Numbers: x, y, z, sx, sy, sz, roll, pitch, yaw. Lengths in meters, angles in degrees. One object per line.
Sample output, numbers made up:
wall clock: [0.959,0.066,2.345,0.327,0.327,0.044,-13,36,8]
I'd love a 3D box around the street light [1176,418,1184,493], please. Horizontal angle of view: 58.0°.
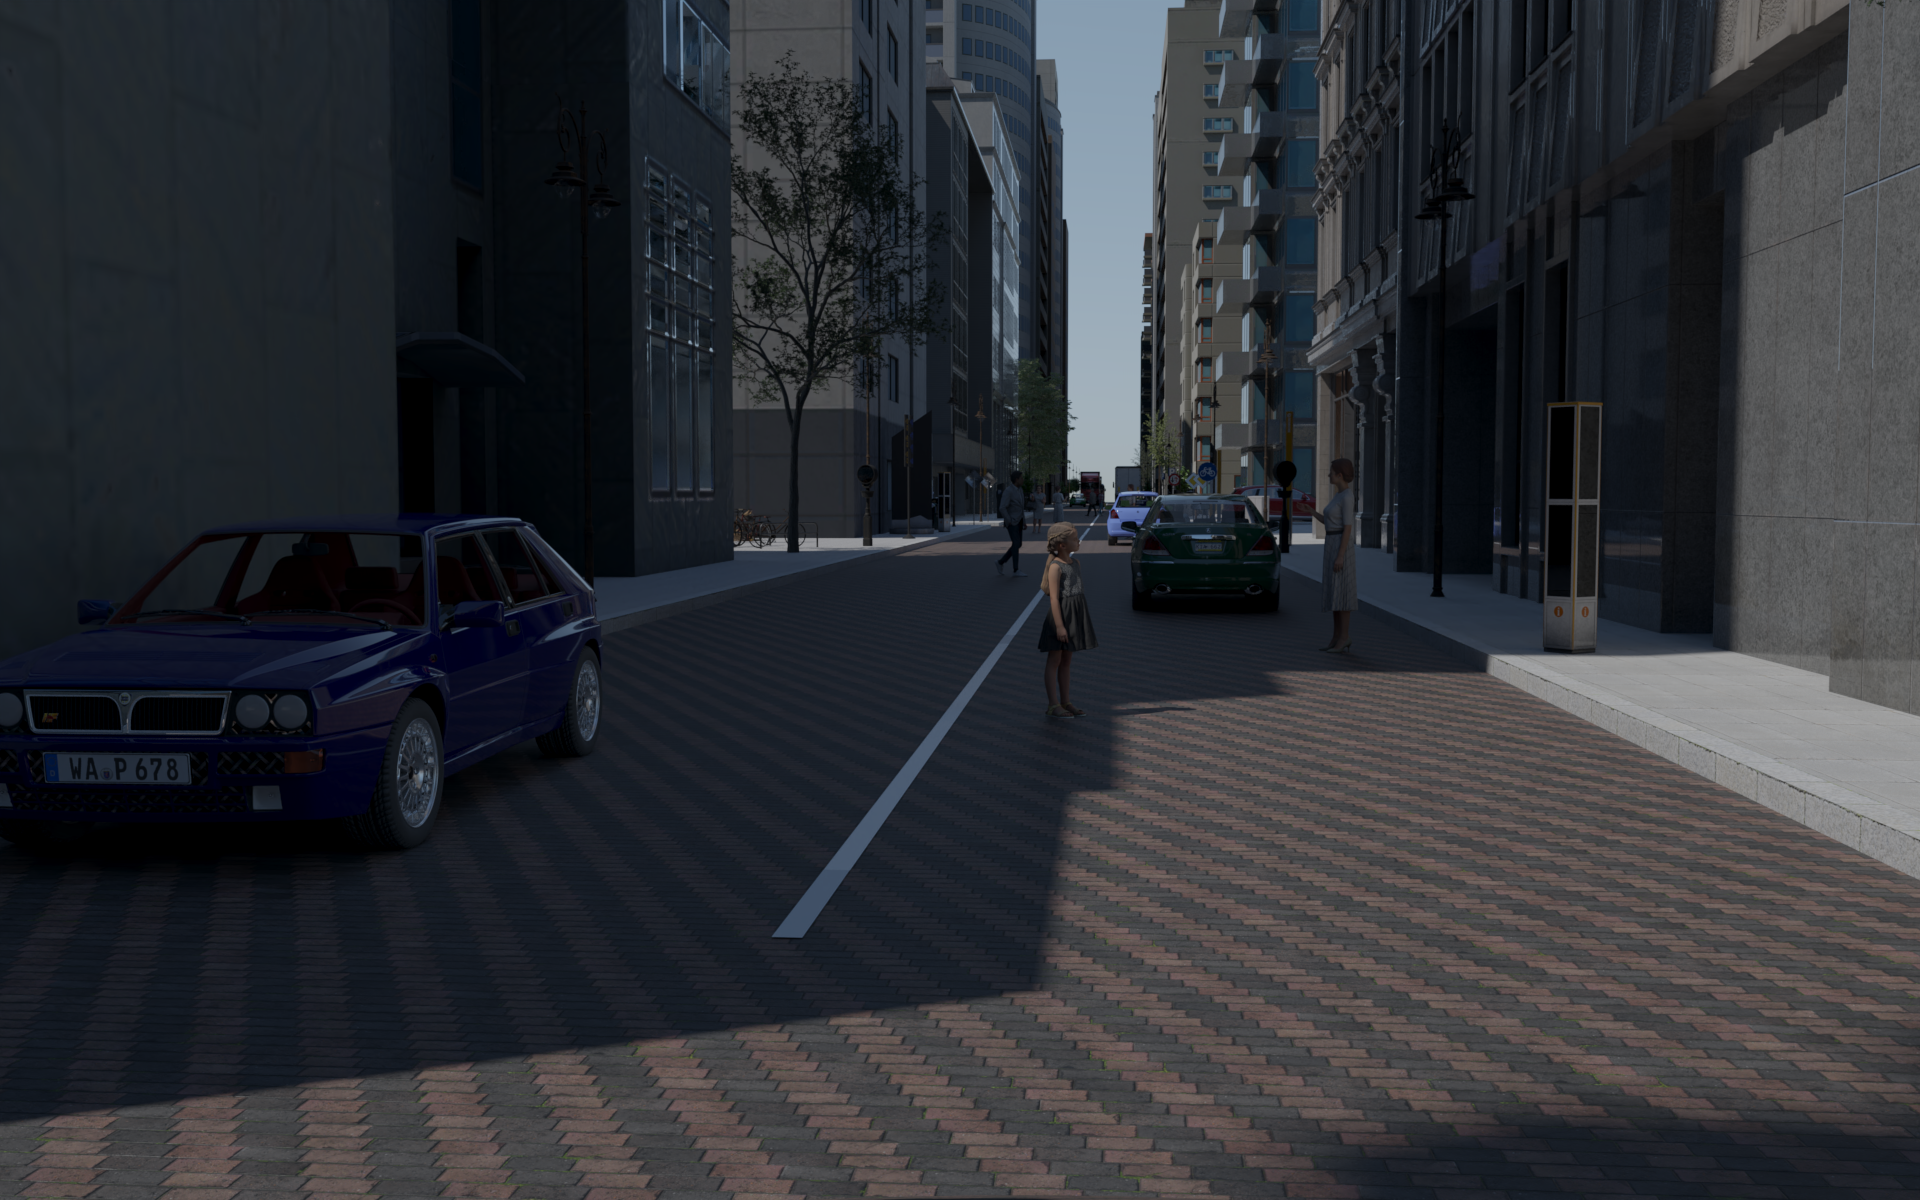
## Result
street light: [13.422,-8.126,105.647,0.468,5.910,1.993,0,4,5]

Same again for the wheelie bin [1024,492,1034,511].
wheelie bin: [5.357,-7.621,132.509,0.693,1.594,0.980,-1,4,-23]

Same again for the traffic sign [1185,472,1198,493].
traffic sign: [10.596,-4.583,78.571,0.795,2.450,0.064,0,4,5]

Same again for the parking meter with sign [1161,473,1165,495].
parking meter with sign: [17.579,-9.003,143.458,1.738,3.016,0.543,-1,4,-20]

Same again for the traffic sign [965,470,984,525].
traffic sign: [0.582,-4.148,71.464,0.795,2.450,0.064,0,4,5]

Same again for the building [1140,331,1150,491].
building: [38.645,-32.555,303.978,14.160,30.474,14.107,0,4,5]

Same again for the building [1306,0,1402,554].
building: [14.506,-12.046,47.856,10.553,20.767,40.483,0,4,5]

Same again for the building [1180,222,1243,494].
building: [30.187,-17.030,123.475,27.650,21.520,28.899,0,4,5]

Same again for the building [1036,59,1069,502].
building: [8.193,-52.138,290.713,20.563,71.187,20.611,0,4,5]

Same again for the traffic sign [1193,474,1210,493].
traffic sign: [9.887,-4.096,70.618,0.795,2.450,0.064,0,4,5]

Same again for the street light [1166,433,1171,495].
street light: [15.573,-9.563,129.146,0.468,5.910,1.993,0,4,5]

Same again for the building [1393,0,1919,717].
building: [12.309,-12.210,17.658,12.078,24.808,19.932,0,4,5]

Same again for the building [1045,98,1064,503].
building: [4.045,-43.473,252.776,21.231,58.520,28.212,0,4,5]

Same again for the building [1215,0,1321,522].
building: [28.322,-28.552,86.439,30.456,49.044,23.786,0,4,5]

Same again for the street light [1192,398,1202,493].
street light: [11.219,-6.689,82.152,0.468,5.910,1.993,0,4,5]

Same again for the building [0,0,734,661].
building: [-14.884,-43.041,16.393,22.319,86.520,31.000,0,4,5]

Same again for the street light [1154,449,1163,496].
street light: [18.089,-11.288,157.353,0.468,5.910,1.993,0,4,5]

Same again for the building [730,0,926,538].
building: [-12.296,-37.967,59.009,20.611,71.187,20.563,0,4,5]

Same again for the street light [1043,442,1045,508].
street light: [7.608,-11.199,155.888,0.468,5.910,1.993,0,4,5]

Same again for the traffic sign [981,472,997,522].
traffic sign: [1.290,-4.635,79.418,0.795,2.450,0.064,0,4,5]

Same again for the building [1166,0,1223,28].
building: [30.249,-33.212,166.717,21.300,48.544,21.600,0,4,5]

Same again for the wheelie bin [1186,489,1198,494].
wheelie bin: [13.807,-5.814,102.964,0.693,1.594,0.980,-3,5,-39]

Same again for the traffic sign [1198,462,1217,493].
traffic sign: [9.848,-4.211,68.954,0.768,2.556,0.104,1,4,9]

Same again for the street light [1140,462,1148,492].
street light: [24.450,-15.662,228.861,0.468,5.910,1.993,0,4,5]

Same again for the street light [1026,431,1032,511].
street light: [5.105,-9.448,127.260,0.468,5.910,1.993,0,4,5]

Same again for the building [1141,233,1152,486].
building: [40.736,-38.361,281.824,22.147,44.769,28.867,0,4,5]

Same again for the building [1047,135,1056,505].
building: [4.511,-34.350,211.735,14.600,45.320,14.200,0,4,5]

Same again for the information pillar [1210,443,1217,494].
information pillar: [11.494,-5.340,78.667,0.183,3.616,0.504,-2,4,-24]

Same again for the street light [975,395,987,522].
street light: [0.967,-6.534,79.619,0.468,5.910,1.993,0,4,5]

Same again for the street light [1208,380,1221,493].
street light: [10.307,-5.957,70.179,0.468,5.910,1.993,0,4,5]

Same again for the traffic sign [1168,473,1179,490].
traffic sign: [13.232,-6.532,106.909,0.768,2.556,0.104,1,4,14]

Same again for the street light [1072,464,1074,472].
street light: [15.117,-16.288,239.100,0.468,5.910,1.993,0,4,5]

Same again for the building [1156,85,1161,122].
building: [38.671,-38.095,212.084,28.713,52.752,27.495,0,4,5]

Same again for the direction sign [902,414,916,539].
direction sign: [-1.466,-3.525,49.625,0.379,3.537,0.876,1,4,14]

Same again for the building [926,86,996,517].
building: [-6.167,-16.892,95.243,14.314,24.678,30.058,0,4,5]

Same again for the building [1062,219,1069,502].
building: [10.010,-38.152,273.899,14.600,45.320,14.200,0,4,5]

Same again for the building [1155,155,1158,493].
building: [32.325,-34.525,188.178,21.300,48.544,21.600,0,4,5]

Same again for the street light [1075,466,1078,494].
street light: [17.177,-17.734,262.733,0.468,5.910,1.993,0,4,5]

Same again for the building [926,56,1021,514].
building: [-1.990,-21.237,124.711,11.434,29.767,29.804,0,4,5]

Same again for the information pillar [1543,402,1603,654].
information pillar: [4.943,-0.581,13.987,0.304,2.012,0.304,-2,4,-32]

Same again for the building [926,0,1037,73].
building: [-3.730,-38.319,168.510,21.231,58.520,28.212,0,4,5]

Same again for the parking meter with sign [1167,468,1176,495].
parking meter with sign: [14.443,-7.267,115.074,0.543,3.016,1.738,-1,4,-21]

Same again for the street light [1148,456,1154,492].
street light: [20.215,-12.733,180.976,0.468,5.910,1.993,0,4,5]

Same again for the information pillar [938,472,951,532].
information pillar: [-0.530,-3.290,58.284,0.304,2.012,0.304,-3,5,-43]

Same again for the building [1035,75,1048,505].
building: [-1.277,-34.853,193.555,21.300,48.544,21.600,0,4,5]

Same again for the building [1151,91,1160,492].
building: [38.599,-43.484,252.958,21.231,58.520,28.212,0,4,5]

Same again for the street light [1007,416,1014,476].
street light: [2.998,-7.972,103.128,0.468,5.910,1.993,0,4,5]

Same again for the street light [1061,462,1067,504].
street light: [11.998,-14.123,203.691,0.468,5.910,1.993,0,4,5]

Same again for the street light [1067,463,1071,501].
street light: [13.996,-15.571,227.369,0.468,5.910,1.993,0,4,5]

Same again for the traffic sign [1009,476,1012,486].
traffic sign: [3.099,-5.977,99.857,0.606,2.300,0.079,1,4,11]
